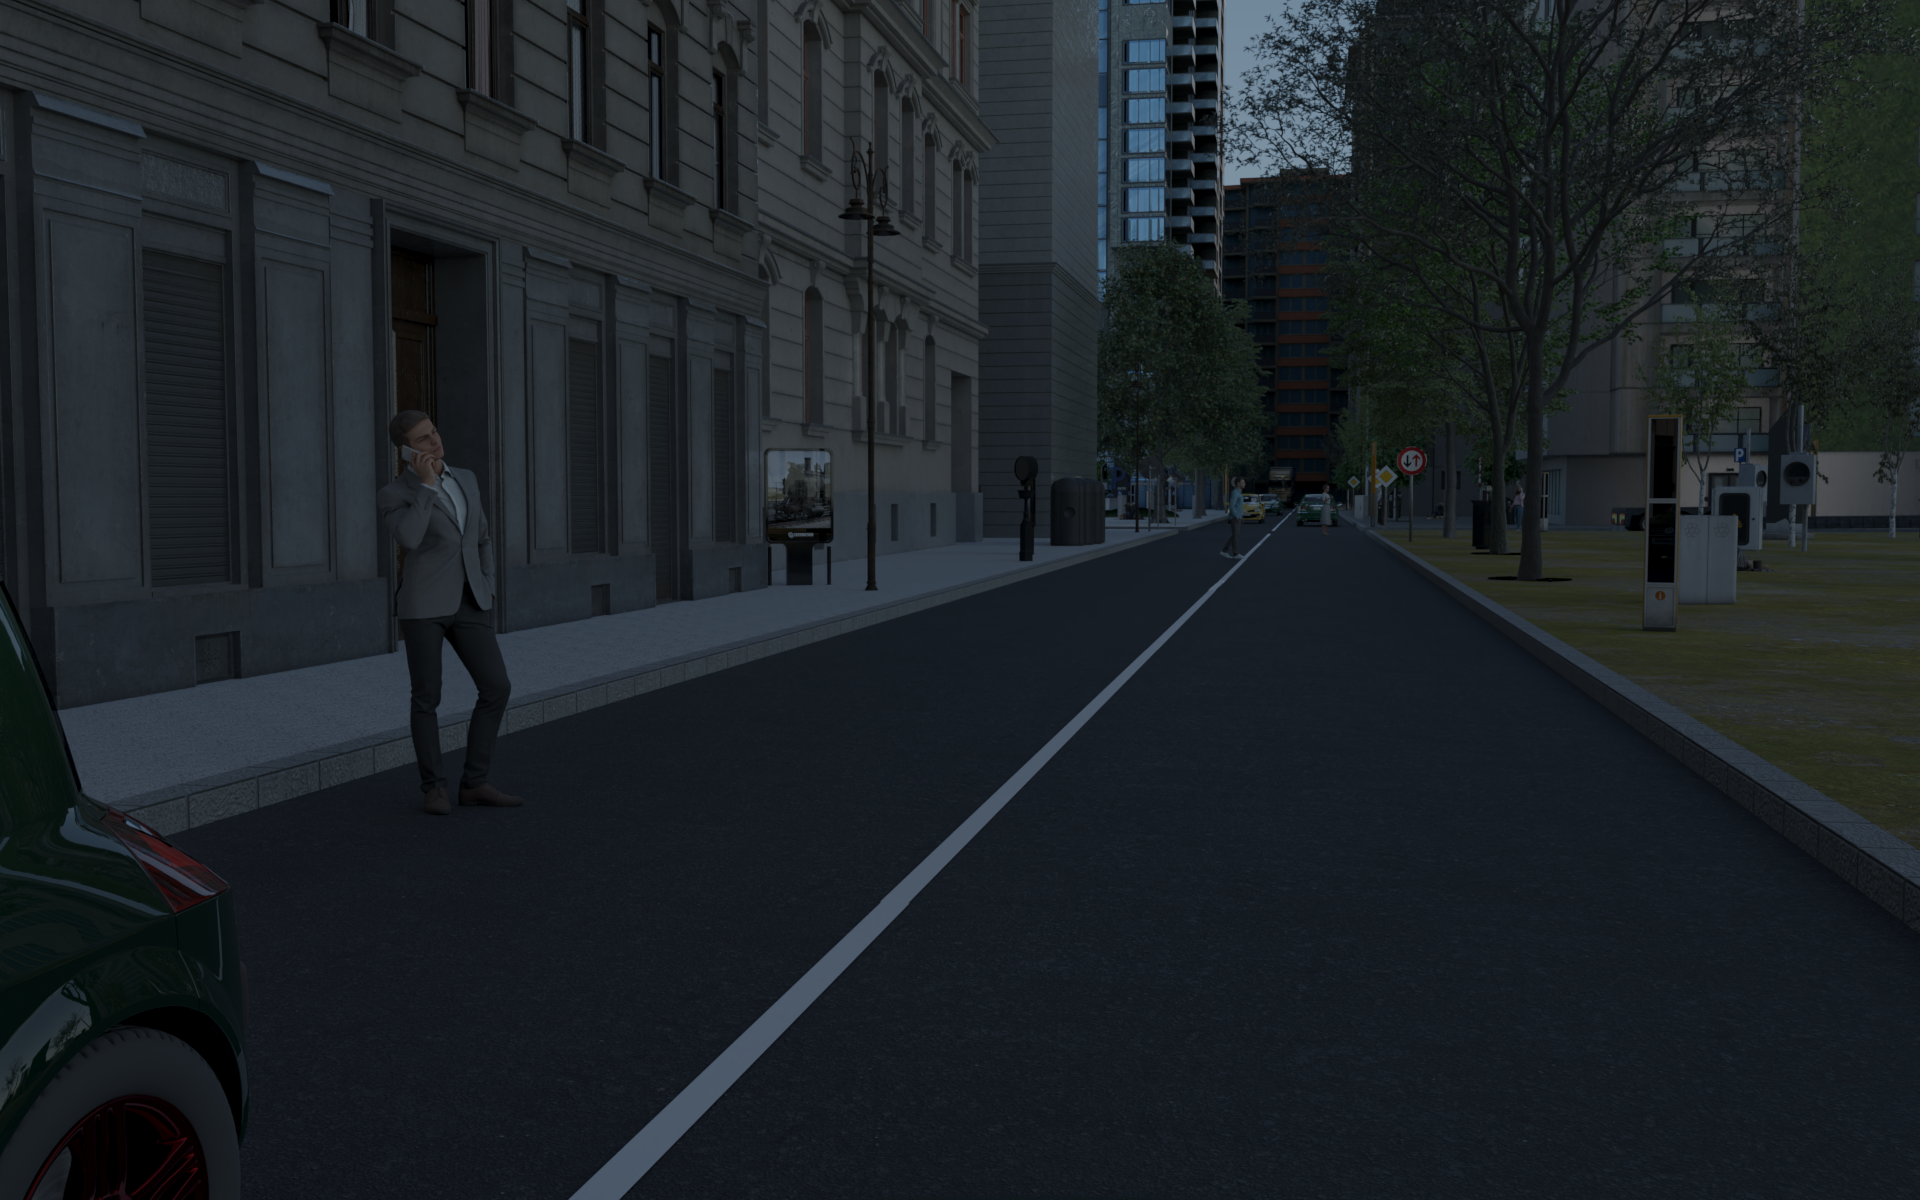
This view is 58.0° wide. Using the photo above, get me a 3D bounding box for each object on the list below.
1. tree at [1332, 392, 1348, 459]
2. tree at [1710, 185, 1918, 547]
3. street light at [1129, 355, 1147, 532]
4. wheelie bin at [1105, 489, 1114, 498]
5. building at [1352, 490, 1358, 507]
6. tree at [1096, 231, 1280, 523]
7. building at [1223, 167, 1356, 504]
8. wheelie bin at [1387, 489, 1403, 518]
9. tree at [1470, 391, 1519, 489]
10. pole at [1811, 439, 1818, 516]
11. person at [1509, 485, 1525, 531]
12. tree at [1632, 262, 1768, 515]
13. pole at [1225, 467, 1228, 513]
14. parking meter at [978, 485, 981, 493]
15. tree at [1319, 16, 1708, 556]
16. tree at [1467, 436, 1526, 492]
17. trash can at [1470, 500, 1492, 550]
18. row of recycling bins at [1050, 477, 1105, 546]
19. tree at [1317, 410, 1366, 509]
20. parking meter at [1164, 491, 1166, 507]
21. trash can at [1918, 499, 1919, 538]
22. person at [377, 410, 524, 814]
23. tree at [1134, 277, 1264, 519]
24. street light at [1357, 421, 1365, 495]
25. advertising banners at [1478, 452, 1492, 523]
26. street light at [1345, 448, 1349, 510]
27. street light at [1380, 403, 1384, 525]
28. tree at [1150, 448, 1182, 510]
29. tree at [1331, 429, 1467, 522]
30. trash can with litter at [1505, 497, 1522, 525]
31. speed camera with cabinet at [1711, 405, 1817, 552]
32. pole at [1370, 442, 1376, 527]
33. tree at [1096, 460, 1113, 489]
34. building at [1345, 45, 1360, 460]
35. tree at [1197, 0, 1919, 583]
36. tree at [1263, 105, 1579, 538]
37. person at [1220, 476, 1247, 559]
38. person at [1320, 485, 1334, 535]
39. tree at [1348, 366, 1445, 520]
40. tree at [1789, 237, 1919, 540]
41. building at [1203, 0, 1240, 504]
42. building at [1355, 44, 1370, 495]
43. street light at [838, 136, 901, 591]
[{"bbox_3d":[23.037,-8.850,95.057,4.737,8.622,4.395,0,3,0],"label":"tree"},{"bbox_3d":[20.492,-5.596,41.865,4.360,8.622,3.978,0,3,0],"label":"tree"},{"bbox_3d":[5.931,-5.201,57.816,0.468,5.910,1.993,1,4,11],"label":"street light"},{"bbox_3d":[10.079,-6.776,118.695,0.980,1.594,0.693,2,4,24],"label":"wheelie bin"},{"bbox_3d":[50.504,-45.020,174.323,20.563,71.187,20.611,1,4,11],"label":"building"},{"bbox_3d":[8.638,-9.710,75.762,9.611,12.733,9.660,0,3,0],"label":"tree"},{"bbox_3d":[45.885,-35.530,235.543,28.867,44.769,22.147,1,4,11],"label":"building"},{"bbox_3d":[23.278,-5.180,92.605,0.693,1.594,0.980,2,4,31],"label":"wheelie bin"},{"bbox_3d":[30.255,-8.810,94.408,4.360,8.622,3.978,0,3,0],"label":"tree"},{"bbox_3d":[31.957,-4.339,64.778,0.158,3.312,0.155,0,3,0],"label":"pole"},{"bbox_3d":[20.795,-3.388,64.489,0.643,1.750,0.593,-3,5,-40],"label":"person"},{"bbox_3d":[23.820,-6.436,55.589,4.737,8.622,4.395,0,3,0],"label":"tree"},{"bbox_3d":[17.632,-7.381,114.523,0.158,3.312,0.155,0,3,0],"label":"pole"},{"bbox_3d":[0.419,-2.539,49.926,0.372,1.533,0.369,0,3,0],"label":"parking meter"},{"bbox_3d":[11.478,-6.768,36.411,9.928,11.665,9.643,0,3,0],"label":"tree"},{"bbox_3d":[25.967,-6.131,83.961,4.285,4.588,4.351,0,3,0],"label":"tree"},{"bbox_3d":[12.212,-1.746,40.207,0.748,1.137,0.748,0,3,0],"label":"trash can"},{"bbox_3d":[3.073,-2.273,44.281,1.069,1.692,3.534,1,4,16],"label":"row of recycling bins"},{"bbox_3d":[33.385,-12.205,149.908,4.360,8.622,3.978,0,3,0],"label":"tree"},{"bbox_3d":[12.618,-6.085,107.895,0.372,1.533,0.369,0,3,0],"label":"parking meter"},{"bbox_3d":[26.974,-2.226,48.048,0.748,1.137,0.748,0,3,0],"label":"trash can"},{"bbox_3d":[-2.308,0.052,7.834,0.592,1.802,0.473,-2,4,-35],"label":"person"},{"bbox_3d":[12.461,-10.568,90.918,7.486,12.596,7.792,0,3,0],"label":"tree"},{"bbox_3d":[24.556,-8.149,106.023,0.468,5.910,1.993,1,4,11],"label":"street light"},{"bbox_3d":[22.026,-4.676,72.641,0.090,3.025,2.074,2,4,34],"label":"advertising banners"},{"bbox_3d":[31.497,-10.285,140.946,0.468,5.910,1.993,1,4,11],"label":"street light"},{"bbox_3d":[17.277,-5.987,70.674,0.468,5.910,1.993,1,4,11],"label":"street light"},{"bbox_3d":[14.189,-10.298,118.739,4.737,8.622,4.395,0,3,0],"label":"tree"},{"bbox_3d":[20.539,-5.961,81.181,4.285,4.588,4.351,0,3,0],"label":"tree"},{"bbox_3d":[23.253,-3.749,72.689,1.055,1.170,0.624,-1,4,-10],"label":"trash can with litter"},{"bbox_3d":[18.046,-2.723,38.857,2.038,3.252,0.660,2,4,31],"label":"speed camera with cabinet"},{"bbox_3d":[16.138,-4.510,67.586,0.158,3.312,0.155,0,3,0],"label":"pole"},{"bbox_3d":[11.233,-9.774,143.524,4.285,4.588,4.351,0,3,0],"label":"tree"},{"bbox_3d":[58.505,-37.219,197.765,28.713,52.752,27.495,1,4,11],"label":"building"},{"bbox_3d":[8.595,-7.032,25.345,12.009,13.543,11.850,0,3,0],"label":"tree"},{"bbox_3d":[14.050,-8.121,50.902,7.486,12.596,7.792,0,3,0],"label":"tree"},{"bbox_3d":[6.085,-1.835,38.516,0.620,1.820,0.660,1,4,13],"label":"person"},{"bbox_3d":[12.763,-3.119,60.060,0.524,1.755,0.480,2,4,33],"label":"person"},{"bbox_3d":[22.102,-8.342,86.758,4.737,8.622,4.395,0,3,0],"label":"tree"},{"bbox_3d":[27.804,-6.155,50.992,4.360,8.622,3.978,0,3,0],"label":"tree"},{"bbox_3d":[19.755,-45.674,185.026,20.563,71.187,20.611,1,4,11],"label":"building"},{"bbox_3d":[43.738,-31.108,158.730,14.600,45.320,14.200,1,4,11],"label":"building"},{"bbox_3d":[-1.179,-3.064,22.888,0.468,5.910,1.993,1,4,11],"label":"street light"}]
